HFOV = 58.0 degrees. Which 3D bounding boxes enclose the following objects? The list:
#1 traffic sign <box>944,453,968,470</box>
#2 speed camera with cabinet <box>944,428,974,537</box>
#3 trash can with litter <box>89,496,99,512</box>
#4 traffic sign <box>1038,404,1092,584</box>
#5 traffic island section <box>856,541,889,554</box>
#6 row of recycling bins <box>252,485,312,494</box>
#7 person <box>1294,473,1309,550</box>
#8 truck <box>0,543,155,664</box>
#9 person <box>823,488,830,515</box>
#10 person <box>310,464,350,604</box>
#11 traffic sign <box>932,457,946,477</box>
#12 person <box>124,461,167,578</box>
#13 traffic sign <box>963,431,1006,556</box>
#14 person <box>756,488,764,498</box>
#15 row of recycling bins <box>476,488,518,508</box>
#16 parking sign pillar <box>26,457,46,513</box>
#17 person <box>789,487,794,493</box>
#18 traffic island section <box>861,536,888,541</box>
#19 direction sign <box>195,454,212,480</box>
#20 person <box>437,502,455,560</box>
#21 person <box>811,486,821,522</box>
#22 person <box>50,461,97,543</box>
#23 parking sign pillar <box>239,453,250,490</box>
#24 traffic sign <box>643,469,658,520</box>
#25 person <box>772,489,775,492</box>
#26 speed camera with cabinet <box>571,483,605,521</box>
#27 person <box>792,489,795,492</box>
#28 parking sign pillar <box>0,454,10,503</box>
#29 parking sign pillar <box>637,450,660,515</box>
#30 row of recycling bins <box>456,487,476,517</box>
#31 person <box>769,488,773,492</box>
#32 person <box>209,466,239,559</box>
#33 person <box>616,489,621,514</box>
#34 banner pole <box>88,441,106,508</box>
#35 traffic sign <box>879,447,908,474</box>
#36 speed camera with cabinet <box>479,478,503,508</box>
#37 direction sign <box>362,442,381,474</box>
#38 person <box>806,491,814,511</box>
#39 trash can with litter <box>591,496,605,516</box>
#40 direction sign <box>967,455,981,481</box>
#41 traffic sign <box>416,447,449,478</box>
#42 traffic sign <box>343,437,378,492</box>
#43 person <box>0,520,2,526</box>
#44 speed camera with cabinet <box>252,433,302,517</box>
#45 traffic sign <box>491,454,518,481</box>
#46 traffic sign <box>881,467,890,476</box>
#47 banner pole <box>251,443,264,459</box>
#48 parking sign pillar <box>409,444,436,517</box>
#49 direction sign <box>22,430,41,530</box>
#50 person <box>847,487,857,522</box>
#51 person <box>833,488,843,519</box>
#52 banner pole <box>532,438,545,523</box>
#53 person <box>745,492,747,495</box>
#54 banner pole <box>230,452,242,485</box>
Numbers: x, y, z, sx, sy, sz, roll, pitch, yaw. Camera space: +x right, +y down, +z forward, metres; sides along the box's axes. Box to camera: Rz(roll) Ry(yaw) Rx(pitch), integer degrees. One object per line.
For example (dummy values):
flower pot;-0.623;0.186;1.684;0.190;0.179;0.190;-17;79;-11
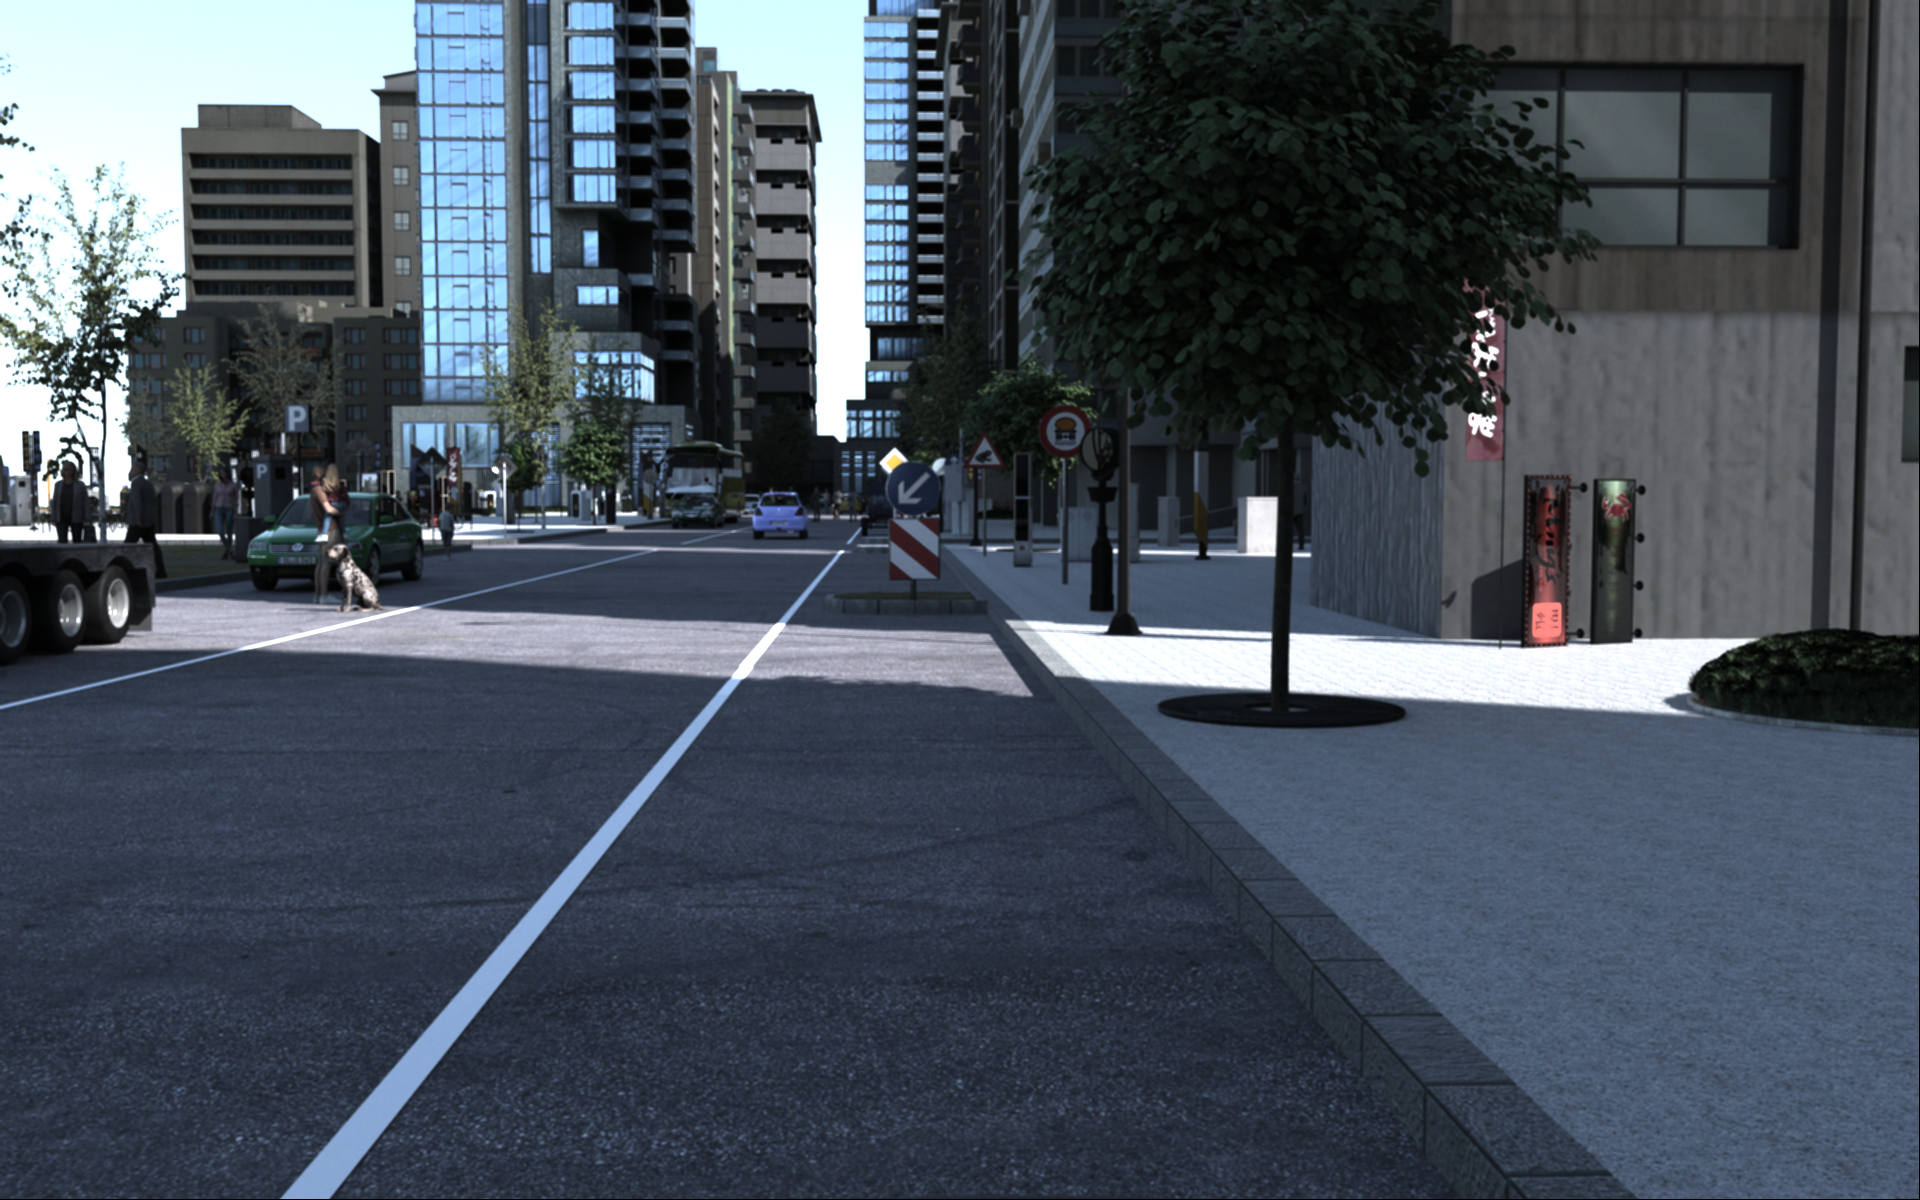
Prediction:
traffic sign;-0.114;-3.307;54.178;0.768;2.556;0.104;0;4;6
speed camera with cabinet;0.005;-3.581;52.887;0.660;3.252;2.038;1;4;12
trash can with litter;-51.714;-5.637;103.553;0.624;1.170;1.055;0;4;4
traffic sign;1.500;-1.500;24.635;0.768;2.556;0.104;0;4;7
traffic island section;-1.572;-1.274;43.116;2.009;0.180;2.903;0;4;-2
row of recycling bins;-30.457;-4.302;77.445;3.534;1.692;1.069;0;4;6
person;7.720;-2.062;40.152;0.661;1.777;0.834;-2;4;-23
truck;-8.719;-1.108;7.876;2.967;4.110;18.799;0;4;-3
person;-9.303;-6.862;120.710;0.555;1.821;0.388;-2;4;-26
person;-8.266;-0.868;22.663;0.580;1.828;0.573;1;4;12
traffic sign;-0.609;-3.688;60.398;0.768;2.556;0.104;0;4;-1
person;-12.549;-1.219;26.365;0.834;1.777;0.661;-1;4;-12
traffic sign;0.508;-2.177;35.596;0.884;2.594;0.081;0;4;3
person;-18.630;-9.523;161.748;1.348;1.824;0.705;-1;4;-22
row of recycling bins;-30.341;-6.523;113.770;3.534;1.692;1.069;1;4;20
parking sign pillar;-59.099;-7.452;110.306;1.447;3.967;1.447;-3;4;-38
person;-8.767;-4.930;89.274;0.661;1.801;0.590;-2;4;-25
traffic island section;-1.896;-1.762;51.095;2.009;0.180;2.903;0;4;-2
direction sign;-42.946;-6.506;98.363;0.876;3.537;0.379;-1;4;-12
person;-11.108;-1.485;37.462;0.332;1.250;0.352;2;4;34
person;-7.531;-5.010;90.223;0.447;1.846;0.655;2;4;32
person;-13.862;-1.280;27.162;0.709;1.800;0.728;-1;4;-13
parking sign pillar;-46.840;-7.642;113.414;1.447;3.967;1.447;-1;4;-11
traffic sign;-15.572;-5.322;87.126;0.768;2.556;0.104;0;4;1
person;-13.870;-7.375;129.096;1.348;1.823;0.705;2;4;34
speed camera with cabinet;-18.213;-5.511;84.445;0.660;3.252;2.038;-3;5;-43
person;-13.471;-8.063;140.419;0.705;1.812;1.348;0;4;7
parking sign pillar;-65.053;-7.921;117.977;1.447;3.967;1.447;-1;4;-22
parking sign pillar;-19.082;-7.195;106.117;1.447;3.967;1.447;1;4;21
row of recycling bins;-28.925;-5.631;99.173;1.069;1.692;3.534;0;4;1
person;-12.958;-6.750;118.633;0.755;1.850;0.659;2;4;30
person;-14.440;-1.709;34.000;0.555;1.821;0.388;-1;4;-14
person;-22.347;-6.424;112.878;0.330;1.601;0.589;2;4;35
banner pole;-39.939;-5.523;80.314;0.863;3.779;0.401;-3;5;-41
traffic sign;-1.595;-2.498;43.033;0.795;2.593;0.064;0;4;-2
speed camera with cabinet;-29.903;-7.131;110.931;0.660;3.252;2.038;2;4;28
direction sign;-25.540;-5.081;75.070;0.876;3.537;0.379;0;4;0
person;-12.524;-8.490;148.029;1.217;1.735;0.721;0;4;-1
trash can with litter;-21.678;-5.629;103.414;1.055;1.170;0.624;0;4;-1
direction sign;0.819;-6.591;99.765;0.876;3.537;0.379;-1;4;-20
traffic sign;-12.981;-2.471;42.592;0.795;2.593;0.064;0;4;-2
traffic sign;-13.469;-2.374;38.915;0.768;2.556;0.104;0;4;-2
person;-13.431;-1.051;23.901;0.598;1.740;0.731;0;4;-5
speed camera with cabinet;-21.955;-3.748;55.614;0.660;3.252;2.038;1;4;13
traffic sign;-13.305;-2.959;50.570;0.795;2.593;0.064;0;4;-2
traffic sign;-1.920;-2.986;51.011;0.795;2.593;0.064;0;4;-2
banner pole;-34.158;-5.772;84.391;0.401;3.779;0.863;2;4;33
parking sign pillar;-28.700;-6.364;92.526;1.447;3.967;1.447;0;4;2
direction sign;-33.032;-4.261;61.671;0.876;3.537;0.379;1;4;22
person;-5.576;-4.924;89.185;0.511;1.800;0.466;1;4;17
person;-7.087;-5.599;100.219;0.592;1.802;0.473;0;4;7
banner pole;-18.843;-5.355;77.576;0.401;3.779;0.863;2;4;27
person;-18.363;-8.394;146.519;0.697;1.427;0.421;0;4;-4
banner pole;-43.045;-6.920;103.163;0.863;3.779;0.401;0;4;-7
